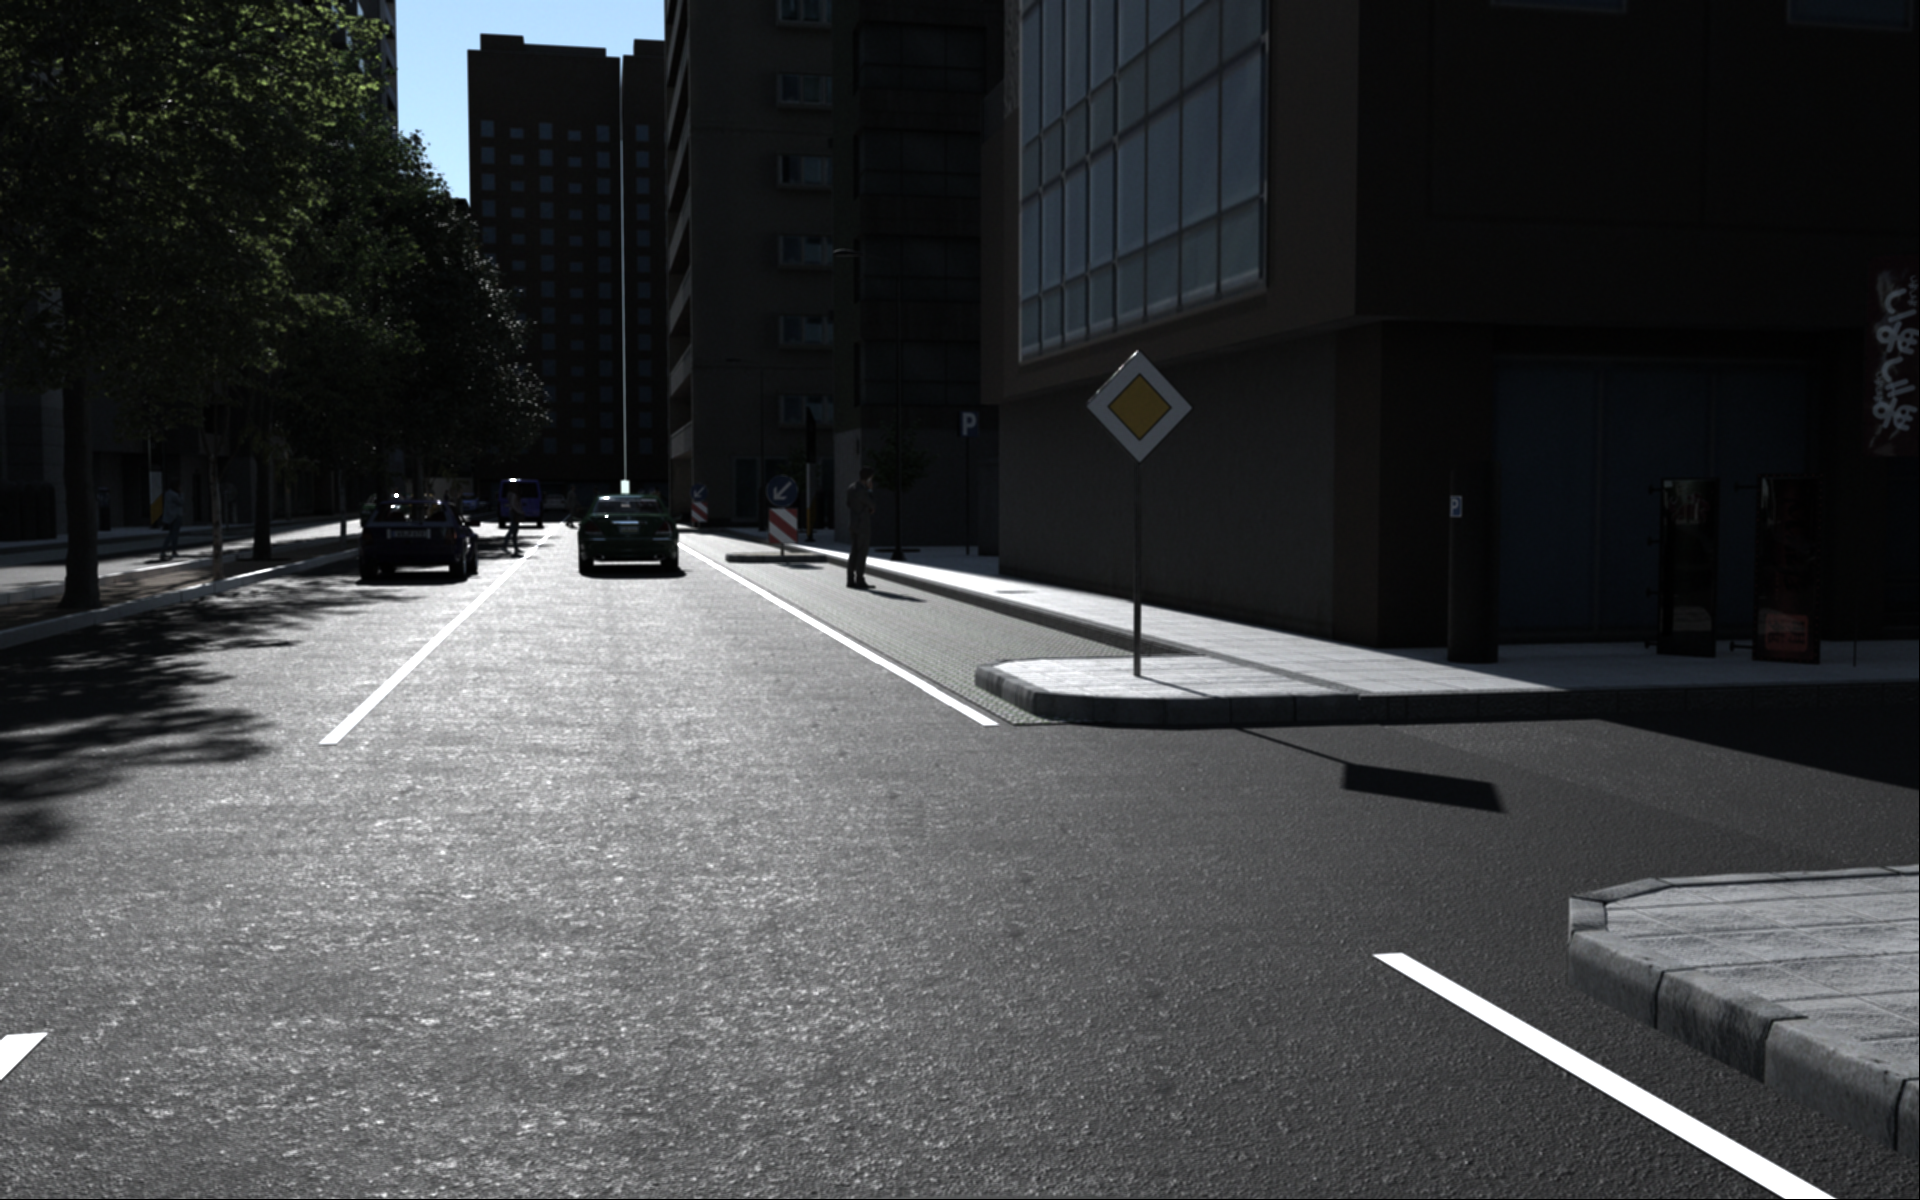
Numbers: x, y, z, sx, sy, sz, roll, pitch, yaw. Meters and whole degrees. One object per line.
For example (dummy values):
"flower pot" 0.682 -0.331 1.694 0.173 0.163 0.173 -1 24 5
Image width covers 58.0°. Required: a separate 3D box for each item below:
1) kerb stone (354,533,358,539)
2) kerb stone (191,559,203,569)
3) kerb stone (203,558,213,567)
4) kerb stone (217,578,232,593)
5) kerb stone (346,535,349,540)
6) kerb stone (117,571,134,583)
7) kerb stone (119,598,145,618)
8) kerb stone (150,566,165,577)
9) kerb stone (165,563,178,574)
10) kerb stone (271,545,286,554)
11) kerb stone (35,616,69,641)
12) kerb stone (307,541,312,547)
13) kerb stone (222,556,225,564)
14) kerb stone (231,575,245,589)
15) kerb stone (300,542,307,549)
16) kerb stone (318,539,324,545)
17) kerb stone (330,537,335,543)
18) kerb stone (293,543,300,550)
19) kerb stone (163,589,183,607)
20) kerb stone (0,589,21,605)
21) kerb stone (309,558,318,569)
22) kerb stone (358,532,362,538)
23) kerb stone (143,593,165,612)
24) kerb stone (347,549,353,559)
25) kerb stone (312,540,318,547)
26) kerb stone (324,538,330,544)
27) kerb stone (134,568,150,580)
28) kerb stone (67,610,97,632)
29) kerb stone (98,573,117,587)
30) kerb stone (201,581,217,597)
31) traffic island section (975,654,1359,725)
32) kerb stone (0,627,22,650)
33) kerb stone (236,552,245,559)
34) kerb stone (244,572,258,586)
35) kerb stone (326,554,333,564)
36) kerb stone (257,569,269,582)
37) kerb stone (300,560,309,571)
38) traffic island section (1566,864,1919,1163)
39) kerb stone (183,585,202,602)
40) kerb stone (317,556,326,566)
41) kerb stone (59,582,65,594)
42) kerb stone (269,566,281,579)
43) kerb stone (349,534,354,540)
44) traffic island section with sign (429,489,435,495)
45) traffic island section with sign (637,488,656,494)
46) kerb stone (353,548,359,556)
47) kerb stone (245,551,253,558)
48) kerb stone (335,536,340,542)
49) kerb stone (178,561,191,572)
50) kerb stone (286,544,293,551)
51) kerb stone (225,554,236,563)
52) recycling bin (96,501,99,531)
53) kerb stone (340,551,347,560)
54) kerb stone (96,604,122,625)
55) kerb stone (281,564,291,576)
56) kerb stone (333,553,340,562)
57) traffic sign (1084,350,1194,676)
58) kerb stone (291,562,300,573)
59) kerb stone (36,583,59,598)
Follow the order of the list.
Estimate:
"kerb stone" -19.344 -2.010 55.066 0.120 0.150 1.000 -1 4 -12
"kerb stone" -14.647 -0.661 33.005 0.120 0.150 1.000 -1 4 -12
"kerb stone" -14.860 -0.722 34.011 0.120 0.150 1.000 -1 4 -12
"kerb stone" -10.883 -0.196 25.400 0.120 0.150 1.000 -1 4 -12
"kerb stone" -18.919 -1.888 53.057 0.120 0.150 1.000 -1 4 -12
"kerb stone" -13.578 -0.353 27.990 0.120 0.150 1.000 -1 4 -12
"kerb stone" -9.813 0.112 20.374 0.120 0.150 1.000 -1 4 -12
"kerb stone" -14.008 -0.477 29.996 0.120 0.150 1.000 -1 4 -12
"kerb stone" -14.221 -0.534 30.999 0.120 0.150 1.000 -1 4 -12
"kerb stone" -16.562 -1.213 42.023 0.120 0.150 1.000 -1 4 -12
"kerb stone" -9.176 0.296 17.362 0.120 0.150 1.000 -1 4 -12
"kerb stone" -17.428 -1.459 46.046 0.120 0.150 1.000 -1 4 -12
"kerb stone" -15.070 -0.780 35.012 0.120 0.150 1.000 -1 4 -12
"kerb stone" -11.100 -0.257 26.399 0.120 0.150 1.000 -1 4 -12
"kerb stone" -17.208 -1.398 45.048 0.120 0.150 1.000 -1 4 -12
"kerb stone" -17.847 -1.582 48.055 0.120 0.150 1.000 -1 4 -12
"kerb stone" -18.277 -1.704 50.054 0.120 0.150 1.000 -1 4 -12
"kerb stone" -16.992 -1.336 44.034 0.120 0.150 1.000 -1 4 -12
"kerb stone" -10.252 -0.011 22.383 0.120 0.150 1.000 -1 4 -12
"kerb stone" -12.511 -0.047 22.963 0.120 0.150 1.000 -1 4 -12
"kerb stone" -12.584 -0.684 33.417 0.120 0.150 1.000 -1 4 -12
"kerb stone" -19.550 -2.072 56.072 0.120 0.150 1.000 -1 4 -12
"kerb stone" -10.033 0.050 21.378 0.120 0.150 1.000 -1 4 -12
"kerb stone" -13.661 -0.987 38.441 0.120 0.150 1.000 -1 4 -12
"kerb stone" -17.637 -1.520 47.047 0.120 0.150 1.000 -1 4 -12
"kerb stone" -18.063 -1.643 49.054 0.120 0.150 1.000 -1 4 -12
"kerb stone" -13.795 -0.415 28.996 0.120 0.150 1.000 -1 4 -12
"kerb stone" -9.390 0.235 18.366 0.120 0.150 1.000 -1 4 -12
"kerb stone" -13.376 -0.291 26.983 0.120 0.150 1.000 -1 4 -12
"kerb stone" -10.675 -0.134 24.398 0.120 0.150 1.000 -1 4 -12
"traffic island section" 1.267 0.614 12.234 2.009 0.180 2.903 -1 4 -12
"kerb stone" -8.966 0.357 16.361 0.120 0.150 1.000 -1 4 -12
"kerb stone" -15.504 -0.898 37.010 0.120 0.150 1.000 -1 4 -12
"kerb stone" -11.310 -0.318 27.400 0.120 0.150 1.000 -1 4 -12
"kerb stone" -13.017 -0.809 35.422 0.120 0.150 1.000 -1 4 -12
"kerb stone" -11.525 -0.380 28.407 0.120 0.150 1.000 -1 4 -12
"kerb stone" -12.374 -0.618 32.417 0.120 0.150 1.000 -1 4 -12
"traffic island section" 2.928 1.092 4.423 2.009 0.180 2.903 -1 4 -12
"kerb stone" -10.455 -0.073 23.396 0.120 0.150 1.000 -1 4 -12
"kerb stone" -12.794 -0.748 34.424 0.120 0.150 1.000 -1 4 -12
"kerb stone" -12.944 -0.164 24.971 0.120 0.150 1.000 -1 4 -12
"kerb stone" -11.735 -0.441 29.411 0.120 0.150 1.000 -1 4 -12
"kerb stone" -19.128 -1.949 54.061 0.120 0.150 1.000 -1 4 -12
"traffic island section with sign" -41.374 -7.757 135.450 1.989 1.847 2.006 -1 4 -12
"traffic island section with sign" -25.566 -7.936 138.380 1.989 1.847 2.006 -1 4 -12
"kerb stone" -13.878 -1.055 39.440 0.120 0.150 1.000 -1 4 -12
"kerb stone" -15.709 -0.967 38.015 0.120 0.150 1.000 -1 4 -12
"kerb stone" -18.478 -1.760 51.057 0.120 0.150 1.000 -1 4 -12
"kerb stone" -14.433 -0.600 32.003 0.120 0.150 1.000 -1 4 -12
"kerb stone" -16.780 -1.274 43.025 0.120 0.150 1.000 -1 4 -12
"kerb stone" -15.283 -0.839 36.012 0.120 0.150 1.000 -1 4 -12
"recycling bin" -30.537 -2.971 61.131 0.722 1.027 0.722 -1 4 -17
"kerb stone" -13.451 -0.932 37.441 0.120 0.150 1.000 -1 4 -12
"kerb stone" -9.597 0.180 19.371 0.120 0.150 1.000 -1 4 -12
"kerb stone" -11.948 -0.501 30.412 0.120 0.150 1.000 -1 4 -12
"kerb stone" -13.232 -0.871 36.431 0.120 0.150 1.000 -1 4 -12
"traffic sign" 1.246 -0.520 12.152 0.795 2.450 0.064 -1 4 -12
"kerb stone" -12.165 -0.564 31.415 0.120 0.150 1.000 -1 4 -12
"kerb stone" -12.724 -0.104 23.964 0.120 0.150 1.000 -1 4 -12
